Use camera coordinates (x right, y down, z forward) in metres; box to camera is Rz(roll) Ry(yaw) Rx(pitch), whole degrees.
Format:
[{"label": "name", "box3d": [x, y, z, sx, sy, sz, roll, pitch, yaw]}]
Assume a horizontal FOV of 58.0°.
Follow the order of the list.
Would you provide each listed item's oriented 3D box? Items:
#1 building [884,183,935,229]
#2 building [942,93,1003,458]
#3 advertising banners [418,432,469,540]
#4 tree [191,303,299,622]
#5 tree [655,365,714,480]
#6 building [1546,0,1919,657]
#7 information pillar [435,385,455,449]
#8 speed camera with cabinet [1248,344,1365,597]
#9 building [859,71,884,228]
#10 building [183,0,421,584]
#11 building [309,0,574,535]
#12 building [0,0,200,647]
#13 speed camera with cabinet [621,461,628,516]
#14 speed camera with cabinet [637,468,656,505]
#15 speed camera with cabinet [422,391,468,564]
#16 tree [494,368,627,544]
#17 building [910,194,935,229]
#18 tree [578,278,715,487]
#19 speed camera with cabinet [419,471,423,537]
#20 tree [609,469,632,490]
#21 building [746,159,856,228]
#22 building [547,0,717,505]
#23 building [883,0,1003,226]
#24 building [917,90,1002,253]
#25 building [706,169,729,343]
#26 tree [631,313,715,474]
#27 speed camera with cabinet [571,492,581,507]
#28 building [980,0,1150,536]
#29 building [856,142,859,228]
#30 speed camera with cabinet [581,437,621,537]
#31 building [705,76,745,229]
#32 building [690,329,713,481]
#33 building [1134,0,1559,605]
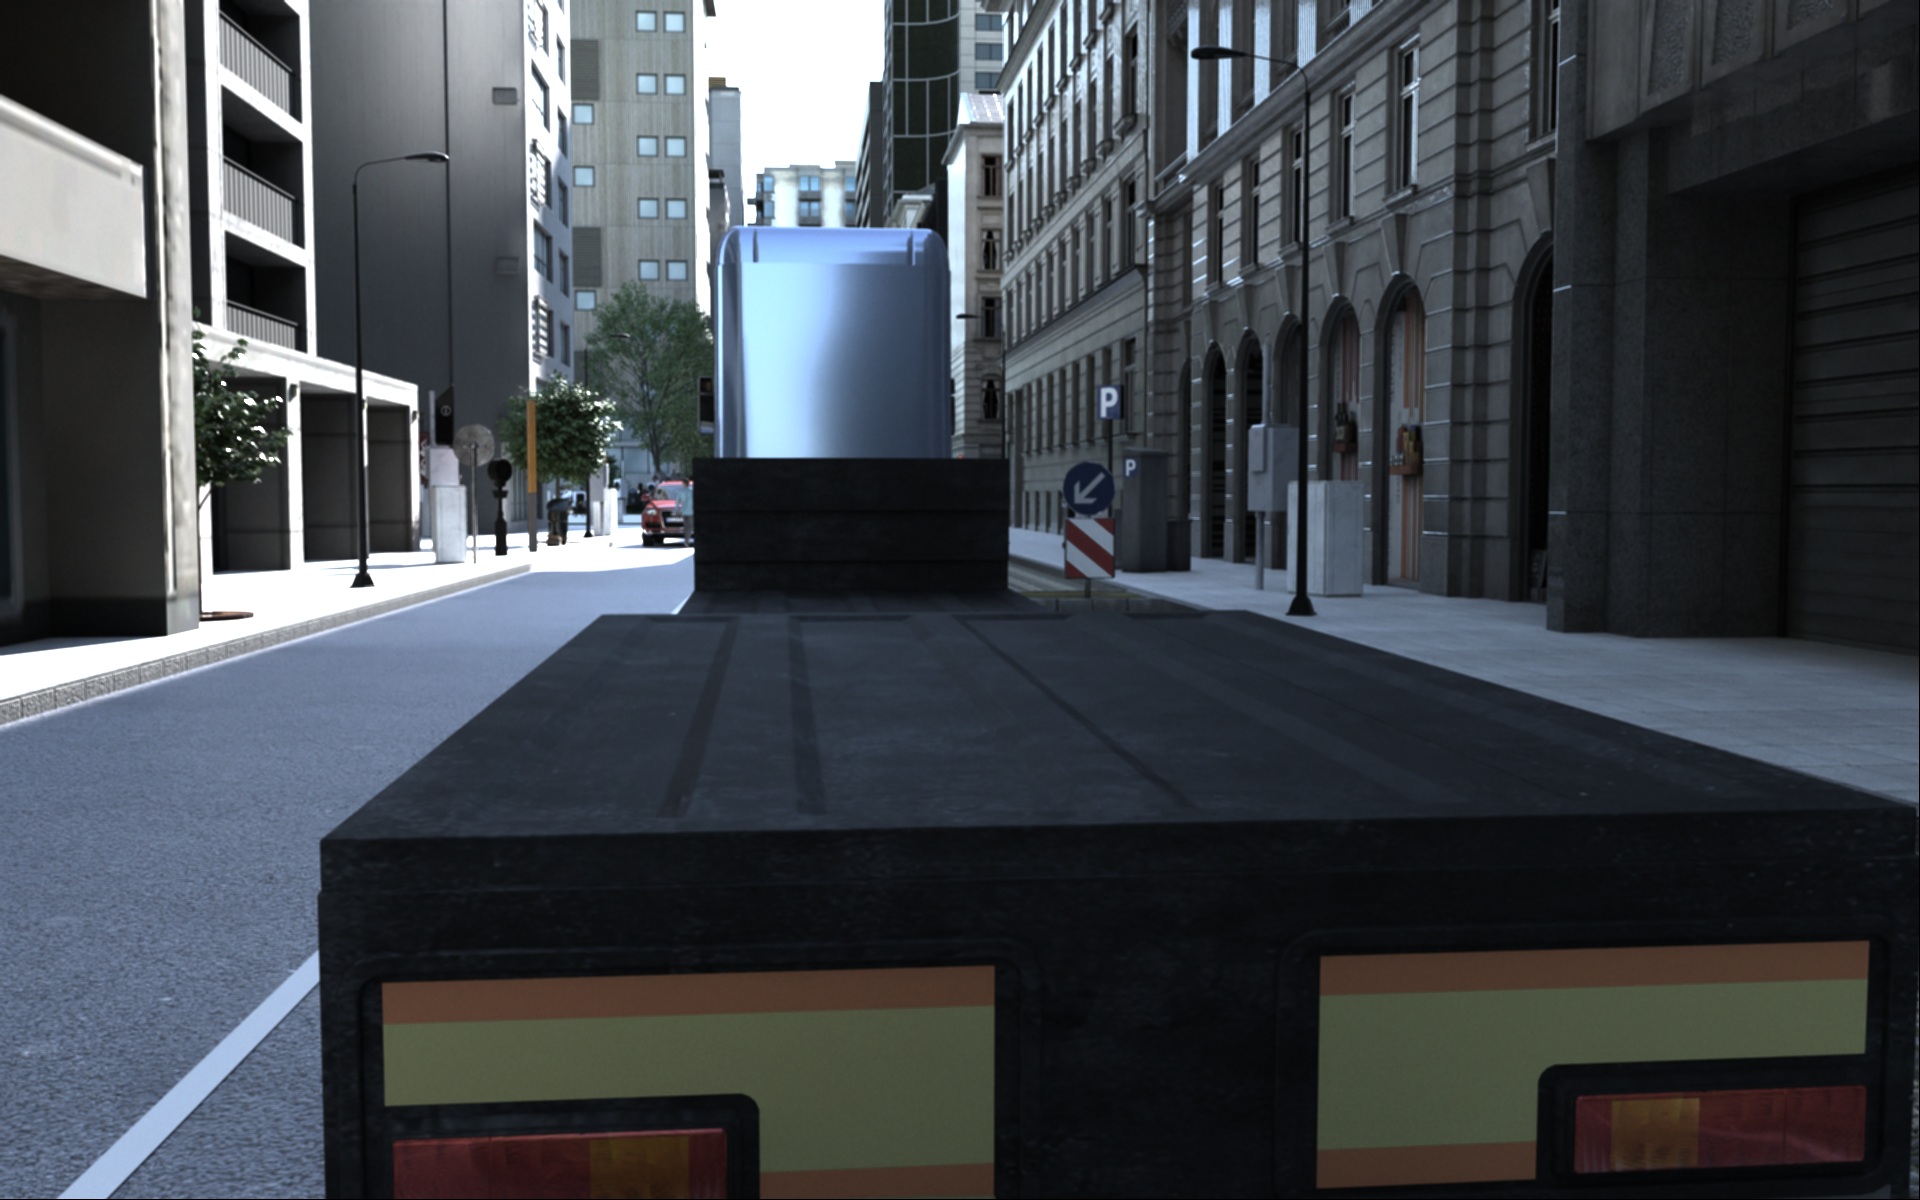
[{"label": "building", "box3d": [1.034, -21.786, 143.588, 14.401, 28.519, 23.554, 0, 4, -5]}, {"label": "building", "box3d": [8.579, -14.532, 86.742, 18.267, 20.994, 9.793, 0, 4, -5]}, {"label": "advertising banners", "box3d": [-14.484, -3.194, 48.413, 2.074, 3.025, 0.090, 2, 4, 34]}, {"label": "tree", "box3d": [-7.773, -1.408, 17.627, 1.663, 3.219, 1.824, 0, 3, 0]}, {"label": "tree", "box3d": [-15.588, -9.104, 99.215, 4.737, 8.622, 4.395, 0, 3, 0]}, {"label": "building", "box3d": [12.449, -11.515, 6.289, 12.078, 24.808, 19.932, 0, 4, -5]}, {"label": "information pillar", "box3d": [-11.080, -2.806, 37.225, 0.504, 3.616, 0.183, 0, 4, 5]}, {"label": "speed camera with cabinet", "box3d": [4.456, -1.716, 22.386, 0.660, 3.252, 2.038, -1, 4, -19]}, {"label": "building", "box3d": [-0.002, -35.016, 196.221, 21.300, 48.544, 21.600, 0, 4, -5]}, {"label": "building", "box3d": [-21.924, -36.286, 31.528, 20.563, 71.187, 20.611, 0, 4, -5]}, {"label": "building", "box3d": [-20.958, -22.983, 59.366, 14.086, 41.232, 14.154, 0, 4, -5]}, {"label": "building", "box3d": [-16.828, -23.230, 3.519, 21.300, 48.544, 21.600, 0, 4, -5]}, {"label": "speed camera with cabinet", "box3d": [-20.450, -6.612, 102.436, 2.038, 3.252, 0.660, 3, 5, 45]}, {"label": "speed camera with cabinet", "box3d": [-24.176, -8.439, 132.315, 2.038, 3.252, 0.660, 0, 4, 5]}, {"label": "speed camera with cabinet", "box3d": [-9.675, -2.342, 32.622, 0.660, 3.252, 2.038, -1, 4, -21]}, {"label": "tree", "box3d": [-10.460, -3.774, 45.414, 4.285, 4.588, 4.351, 0, 3, 0]}, {"label": "building", "box3d": [2.106, -17.930, 122.040, 11.050, 23.489, 19.941, 0, 4, -5]}, {"label": "tree", "box3d": [-14.971, -9.731, 84.851, 9.928, 11.665, 9.643, 0, 3, 0]}, {"label": "speed camera with cabinet", "box3d": [-15.665, -3.453, 50.797, 0.660, 3.252, 2.038, 2, 4, 28]}, {"label": "tree", "box3d": [-26.521, -8.631, 135.719, 1.663, 3.219, 1.824, 0, 3, 0]}, {"label": "building", "box3d": [-15.361, -38.604, 250.790, 30.456, 49.044, 23.786, 0, 4, -5]}, {"label": "building", "box3d": [-37.910, -35.201, 164.771, 28.713, 52.752, 27.495, 0, 4, -5]}, {"label": "building", "box3d": [0.823, -45.027, 174.448, 20.563, 71.187, 20.611, 0, 4, -5]}, {"label": "building", "box3d": [4.131, -16.768, 103.833, 12.332, 23.373, 15.834, 0, 4, -5]}, {"label": "building", "box3d": [-36.130, -32.744, 218.952, 14.086, 41.232, 14.154, 0, 4, -5]}, {"label": "tree", "box3d": [-16.713, -11.657, 108.723, 7.486, 12.596, 7.792, 0, 3, 0]}, {"label": "speed camera with cabinet", "box3d": [-27.493, -8.120, 127.091, 2.038, 3.252, 0.660, -3, 5, -41]}, {"label": "building", "box3d": [10.244, -13.588, 55.446, 16.112, 22.955, 30.059, 0, 4, -5]}, {"label": "building", "box3d": [-2.030, -36.339, 217.845, 21.300, 48.544, 21.600, 0, 4, -5]}, {"label": "speed camera with cabinet", "box3d": [-10.850, -3.548, 52.353, 0.660, 3.252, 2.038, 0, 4, -1]}, {"label": "building", "box3d": [-44.715, -43.090, 246.512, 28.212, 58.520, 21.231, 0, 4, -5]}, {"label": "building", "box3d": [-41.319, -21.344, 194.015, 27.650, 21.520, 28.899, 0, 4, -5]}, {"label": "building", "box3d": [11.227, -11.415, 28.443, 13.314, 21.916, 24.055, 0, 4, -5]}]
